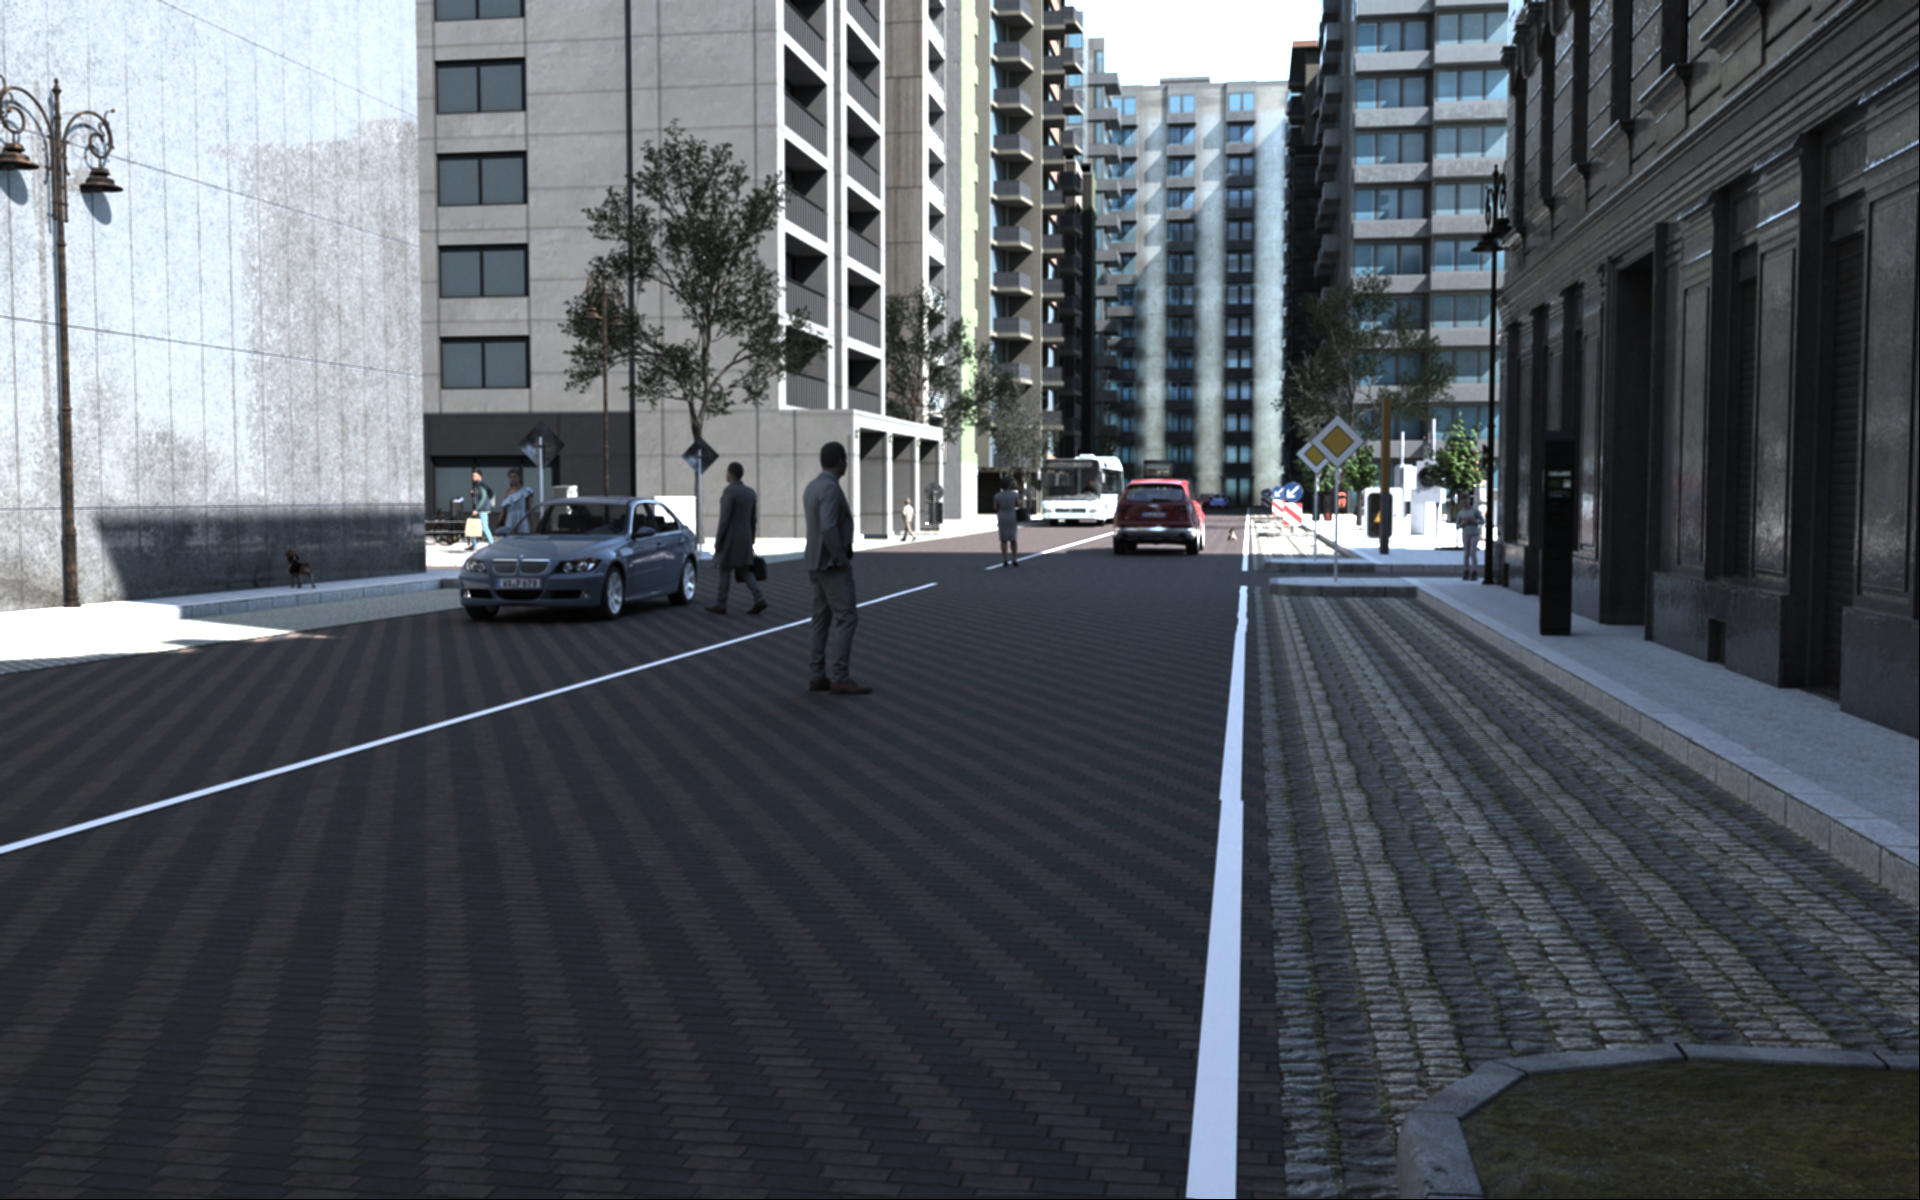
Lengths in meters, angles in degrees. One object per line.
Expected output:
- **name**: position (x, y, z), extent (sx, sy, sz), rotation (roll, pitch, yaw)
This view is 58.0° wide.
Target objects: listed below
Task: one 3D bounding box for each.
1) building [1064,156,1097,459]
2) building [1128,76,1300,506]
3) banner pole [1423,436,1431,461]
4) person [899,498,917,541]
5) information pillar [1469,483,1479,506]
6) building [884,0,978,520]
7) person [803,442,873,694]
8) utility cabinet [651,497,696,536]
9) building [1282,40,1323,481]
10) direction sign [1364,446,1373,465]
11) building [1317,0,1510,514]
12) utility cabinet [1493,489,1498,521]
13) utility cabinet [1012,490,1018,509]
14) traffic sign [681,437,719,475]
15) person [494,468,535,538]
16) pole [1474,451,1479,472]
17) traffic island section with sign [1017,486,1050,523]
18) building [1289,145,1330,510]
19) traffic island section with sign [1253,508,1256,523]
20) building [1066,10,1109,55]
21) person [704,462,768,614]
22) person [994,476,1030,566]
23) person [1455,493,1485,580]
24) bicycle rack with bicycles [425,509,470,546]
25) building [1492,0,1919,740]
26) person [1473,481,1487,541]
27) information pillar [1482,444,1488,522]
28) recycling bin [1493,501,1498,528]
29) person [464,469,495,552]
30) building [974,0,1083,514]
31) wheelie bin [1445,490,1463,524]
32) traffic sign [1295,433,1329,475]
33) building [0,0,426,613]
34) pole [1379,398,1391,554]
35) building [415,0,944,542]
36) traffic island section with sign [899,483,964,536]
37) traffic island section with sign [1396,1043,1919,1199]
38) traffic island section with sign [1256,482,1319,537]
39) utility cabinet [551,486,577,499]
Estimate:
- **building**: position (3.871, -22.906, 146.217), extent (14.160, 30.474, 14.107), rotation (1, 4, 9)
- **building**: position (25.973, -35.593, 201.549), extent (30.456, 49.044, 23.786), rotation (1, 4, 9)
- **banner pole**: position (20.183, -5.201, 75.053), extent (0.401, 3.779, 0.863), rotation (-1, 4, -11)
- **person**: position (-1.578, -2.408, 52.146), extent (0.640, 1.303, 0.475), rotation (2, 4, 25)
- **information pillar**: position (17.096, -3.252, 57.658), extent (0.304, 2.012, 0.304), rotation (-3, 5, -42)
- **building**: position (-7.124, -24.580, 85.483), extent (14.154, 41.232, 14.086), rotation (1, 4, 9)
- **person**: position (-0.944, -0.243, 12.578), extent (0.391, 1.810, 0.635), rotation (-2, 4, -30)
- **utility cabinet**: position (-6.880, -1.862, 41.602), extent (1.020, 1.237, 0.306), rotation (-2, 4, -27)
- **building**: position (42.340, -31.240, 165.402), extent (22.147, 44.769, 28.867), rotation (1, 4, 9)
- **direction sign**: position (19.189, -5.480, 81.599), extent (0.379, 3.537, 0.876), rotation (-1, 4, -19)
- **building**: position (36.592, -30.705, 121.642), extent (23.786, 49.044, 30.456), rotation (1, 4, 9)
- **utility cabinet**: position (25.216, -4.504, 82.323), extent (0.318, 1.500, 1.173), rotation (-3, 5, -44)
- **utility cabinet**: position (3.132, -5.989, 106.597), extent (0.318, 1.500, 1.173), rotation (-2, 4, -28)
- **traffic sign**: position (-5.289, -2.019, 35.202), extent (0.795, 2.593, 0.064), rotation (1, 4, 9)
- **person**: position (-6.446, -1.014, 25.167), extent (0.616, 1.811, 0.778), rotation (2, 4, 23)
- **pole**: position (24.320, -5.371, 81.662), extent (0.158, 3.312, 0.155), rotation (0, 3, 0)
- **traffic island section with sign**: position (3.509, -4.737, 86.076), extent (1.989, 1.847, 2.006), rotation (1, 4, 9)
- **building**: position (34.877, -22.852, 145.336), extent (14.160, 30.474, 14.107), rotation (1, 4, 9)
- **traffic island section with sign**: position (15.412, -4.637, 84.435), extent (1.989, 1.847, 2.006), rotation (1, 4, 9)
- **building**: position (0.624, -33.973, 175.075), extent (30.456, 49.044, 23.786), rotation (1, 4, 9)
- **person**: position (-2.691, -0.742, 20.730), extent (0.767, 1.812, 0.694), rotation (2, 4, 30)
- **person**: position (1.028, -1.558, 34.336), extent (0.716, 1.782, 0.532), rotation (0, 4, 4)
- **person**: position (7.599, -0.947, 25.801), extent (0.425, 1.301, 0.394), rotation (1, 4, 14)
- **bicycle rack with bicycles**: position (-13.596, -1.825, 43.223), extent (2.925, 0.926, 2.852), rotation (-2, 4, -31)
- **building**: position (10.813, -10.128, 14.747), extent (9.793, 20.994, 18.267), rotation (1, 4, 9)
- **person**: position (14.180, -2.487, 46.907), extent (0.583, 1.804, 0.606), rotation (0, 4, 1)
- **information pillar**: position (24.499, -5.452, 80.489), extent (0.504, 3.616, 0.183), rotation (3, 4, 37)
- **recycling bin**: position (20.928, -3.293, 66.390), extent (0.722, 1.027, 0.722), rotation (3, 4, 38)
- **person**: position (-10.432, -1.931, 37.594), extent (0.713, 1.824, 0.794), rotation (-1, 4, -10)
- **building**: position (-2.869, -28.779, 125.158), extent (22.147, 44.769, 28.867), rotation (1, 4, 9)
- **wheelie bin**: position (21.437, -4.103, 75.000), extent (0.693, 1.594, 0.980), rotation (0, 4, -6)
- **traffic sign**: position (6.834, -1.894, 33.165), extent (0.795, 2.593, 0.064), rotation (1, 4, 9)
- **building**: position (-19.507, -12.552, 23.248), extent (19.932, 24.808, 12.078), rotation (1, 4, 9)
- **pole**: position (9.069, -2.636, 36.944), extent (0.158, 3.312, 0.155), rotation (0, 3, 0)
- **building**: position (-11.430, -38.005, 59.635), extent (20.563, 71.187, 20.611), rotation (1, 4, 9)
- **traffic island section with sign**: position (-0.928, -3.111, 59.487), extent (1.989, 1.847, 2.006), rotation (1, 4, 9)
- **traffic island section with sign**: position (1.818, 0.347, 2.962), extent (1.989, 1.847, 2.006), rotation (1, 4, 9)
- **traffic island section with sign**: position (10.977, -3.009, 57.832), extent (1.989, 1.847, 2.006), rotation (1, 4, 9)
- **utility cabinet**: position (-10.543, -2.291, 46.130), extent (0.318, 1.500, 1.173), rotation (-2, 4, -33)
